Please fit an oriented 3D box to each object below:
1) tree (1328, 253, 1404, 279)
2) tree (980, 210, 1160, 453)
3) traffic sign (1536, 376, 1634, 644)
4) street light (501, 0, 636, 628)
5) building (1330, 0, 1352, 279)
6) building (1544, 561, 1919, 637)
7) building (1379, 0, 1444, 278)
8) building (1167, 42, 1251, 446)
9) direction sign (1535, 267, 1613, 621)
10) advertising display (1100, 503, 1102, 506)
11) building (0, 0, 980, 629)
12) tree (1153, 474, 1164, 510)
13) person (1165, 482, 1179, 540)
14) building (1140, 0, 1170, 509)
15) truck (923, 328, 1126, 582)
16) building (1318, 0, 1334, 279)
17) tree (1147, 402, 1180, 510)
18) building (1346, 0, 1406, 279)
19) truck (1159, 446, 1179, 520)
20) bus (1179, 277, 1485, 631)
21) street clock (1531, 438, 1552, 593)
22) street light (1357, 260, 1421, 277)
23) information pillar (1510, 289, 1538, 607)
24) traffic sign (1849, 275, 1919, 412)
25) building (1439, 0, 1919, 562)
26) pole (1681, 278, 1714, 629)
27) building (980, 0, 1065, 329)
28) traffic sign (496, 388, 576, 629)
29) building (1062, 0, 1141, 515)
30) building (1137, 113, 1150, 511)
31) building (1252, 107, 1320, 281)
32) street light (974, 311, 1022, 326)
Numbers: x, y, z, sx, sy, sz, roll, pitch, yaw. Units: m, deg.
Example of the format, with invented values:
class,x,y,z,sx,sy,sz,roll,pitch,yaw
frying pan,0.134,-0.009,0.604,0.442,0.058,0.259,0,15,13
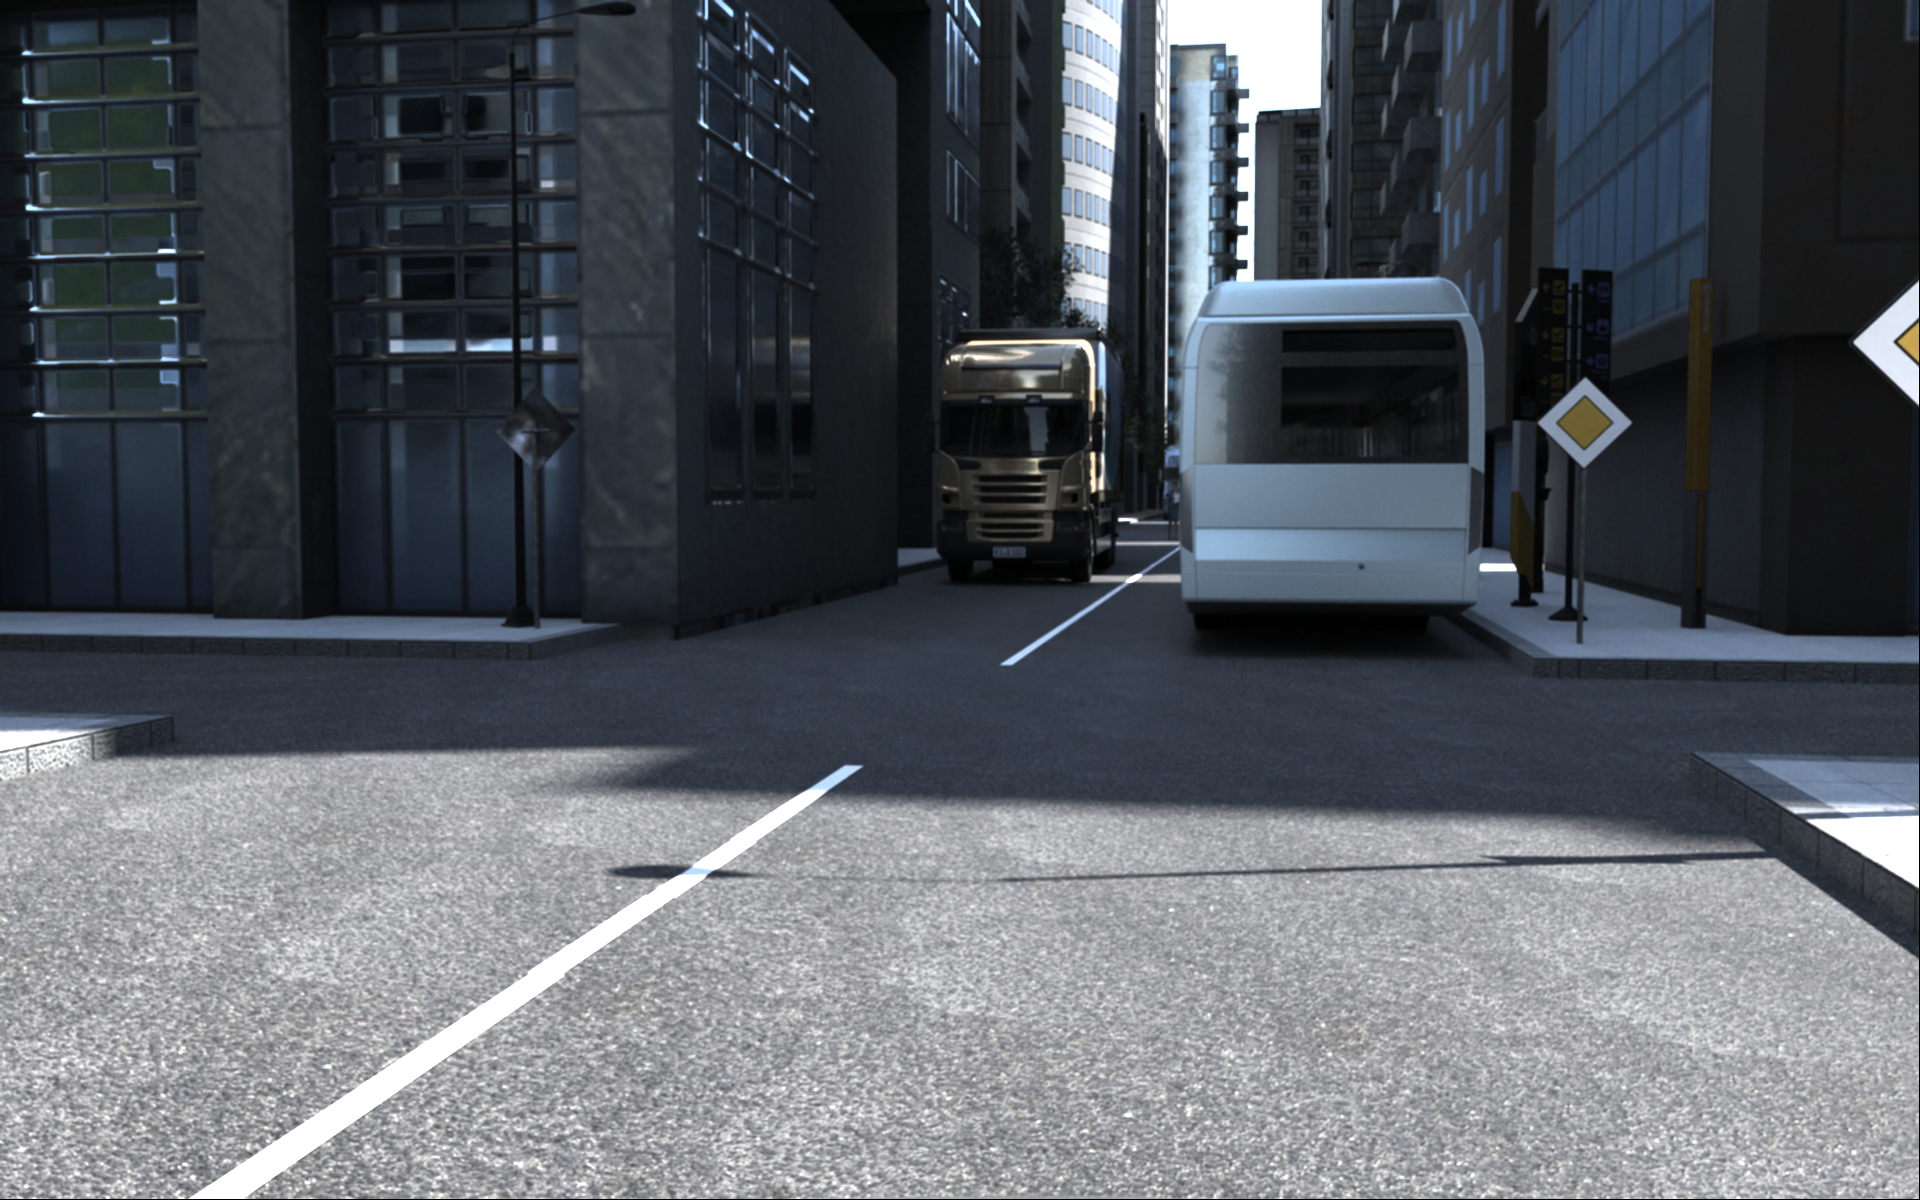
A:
class,x,y,z,sx,sy,sz,roll,pitch,yaw
tree,12.868,-6.287,53.149,4.360,8.622,3.978,0,3,0
tree,1.566,-7.542,57.720,7.601,10.594,8.767,-1,4,-13
traffic sign,5.322,-0.684,14.823,0.795,2.450,0.064,1,4,10
street light,-3.733,-2.691,16.546,1.470,5.913,1.316,1,4,10
building,36.214,-35.254,118.395,21.231,58.520,28.212,1,4,10
building,15.215,-22.601,19.643,14.200,45.320,14.600,1,4,10
building,28.912,-27.504,69.303,23.786,49.044,30.456,1,4,10
building,15.620,-34.659,186.290,30.456,49.044,23.786,1,4,10
direction sign,6.197,-1.562,17.540,0.876,3.537,0.379,-1,4,-19
advertising display,6.283,-4.383,76.883,0.123,1.923,0.974,1,4,10
building,-11.126,-43.965,31.500,22.319,86.520,31.000,1,4,10
tree,16.329,-8.960,141.099,1.663,3.219,1.824,0,3,0
person,6.764,-2.826,54.734,0.581,1.822,0.654,0,4,-1
building,7.981,-43.860,155.356,20.611,71.187,20.563,1,4,10
truck,1.486,-2.613,31.636,2.839,4.237,11.283,1,4,8
building,44.192,-34.019,145.451,28.713,52.752,27.495,1,4,10
tree,15.549,-11.416,137.010,4.737,8.622,4.395,0,3,0
building,29.120,-19.998,98.669,14.160,30.474,14.107,1,4,10
truck,13.442,-6.897,102.517,2.967,4.110,18.799,0,4,8
bus,4.184,-1.622,21.382,2.948,3.499,13.247,1,4,9
street clock,7.494,-1.097,22.511,0.358,2.002,0.471,1,4,13
street light,8.564,-3.785,34.432,1.470,5.913,1.316,1,4,10
information pillar,6.422,-1.733,19.690,0.183,3.616,0.504,3,5,40
traffic sign,3.962,-0.203,6.954,0.795,2.450,0.064,1,4,10
building,19.263,-23.868,40.360,14.600,45.320,14.200,1,4,10
pole,7.032,-1.386,16.510,0.158,3.312,0.155,0,3,0
building,-3.389,-23.739,71.733,14.154,41.232,14.086,1,4,10
traffic sign,-4.030,-0.784,16.454,0.795,2.450,0.064,1,4,10
building,-0.508,-34.458,105.384,21.231,58.520,28.212,1,4,10
building,6.309,-21.716,126.755,14.160,30.474,14.107,1,4,10
building,37.006,-30.215,177.614,14.086,41.232,14.154,1,4,10
street light,0.881,-4.380,44.161,1.470,5.913,1.316,1,4,10
